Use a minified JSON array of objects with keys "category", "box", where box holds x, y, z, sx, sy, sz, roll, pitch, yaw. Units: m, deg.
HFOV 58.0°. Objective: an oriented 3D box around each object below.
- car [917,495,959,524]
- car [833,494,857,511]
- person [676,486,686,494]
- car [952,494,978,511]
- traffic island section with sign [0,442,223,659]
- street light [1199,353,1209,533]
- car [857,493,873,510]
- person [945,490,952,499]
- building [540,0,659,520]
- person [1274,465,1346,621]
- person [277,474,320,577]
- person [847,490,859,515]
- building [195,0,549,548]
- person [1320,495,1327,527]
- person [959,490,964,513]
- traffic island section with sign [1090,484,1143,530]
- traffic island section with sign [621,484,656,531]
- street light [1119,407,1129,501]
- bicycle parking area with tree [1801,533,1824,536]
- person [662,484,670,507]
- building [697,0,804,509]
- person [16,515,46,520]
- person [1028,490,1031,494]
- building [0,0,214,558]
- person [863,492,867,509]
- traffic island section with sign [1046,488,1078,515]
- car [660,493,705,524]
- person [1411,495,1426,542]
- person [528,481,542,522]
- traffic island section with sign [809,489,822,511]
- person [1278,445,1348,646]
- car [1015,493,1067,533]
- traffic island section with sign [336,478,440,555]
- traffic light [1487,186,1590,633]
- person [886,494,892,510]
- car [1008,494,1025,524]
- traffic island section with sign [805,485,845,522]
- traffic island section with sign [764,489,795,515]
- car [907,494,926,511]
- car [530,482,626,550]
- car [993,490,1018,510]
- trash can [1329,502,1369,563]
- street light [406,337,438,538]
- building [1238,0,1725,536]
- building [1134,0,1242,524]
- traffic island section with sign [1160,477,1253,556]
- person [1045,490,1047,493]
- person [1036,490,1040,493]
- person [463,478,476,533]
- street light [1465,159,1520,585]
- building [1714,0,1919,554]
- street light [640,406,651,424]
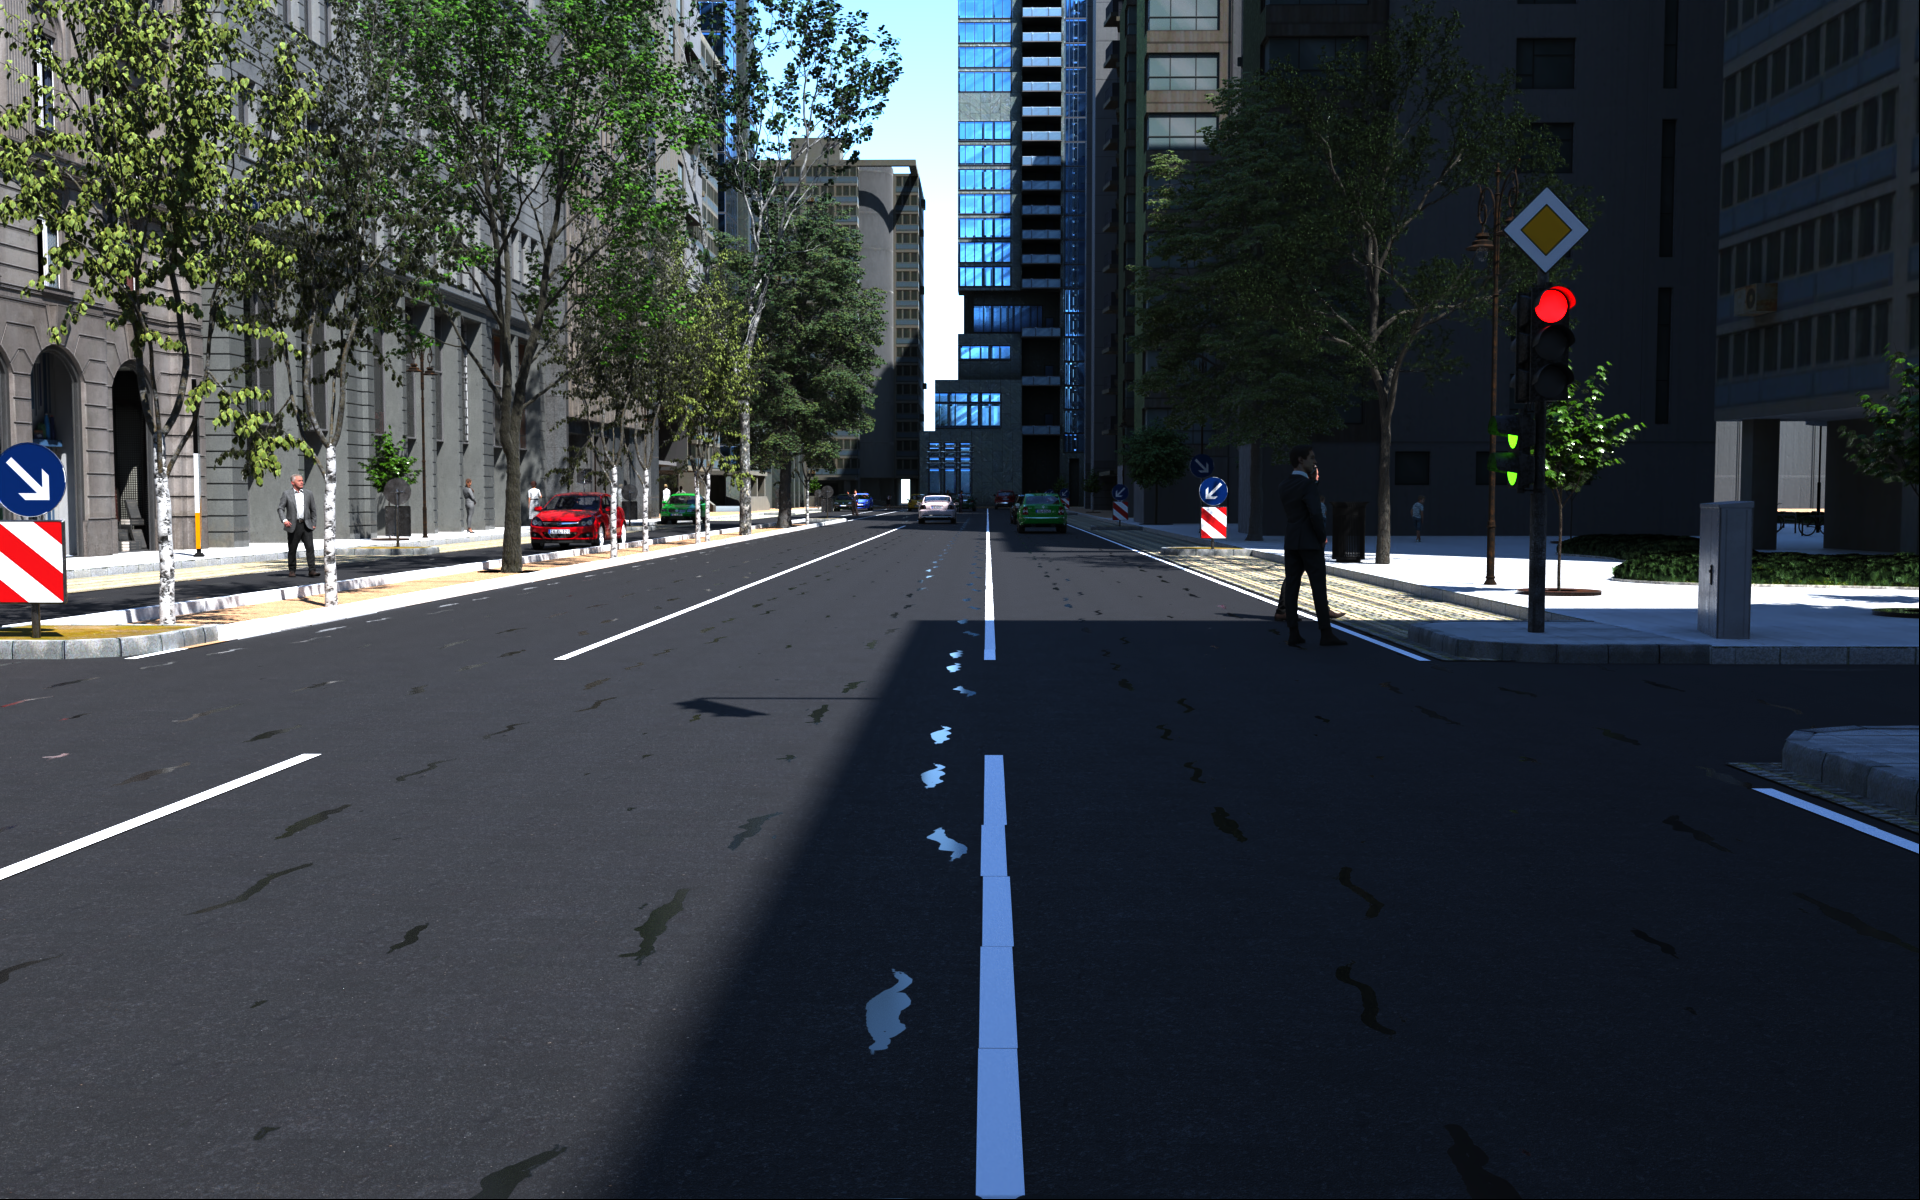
[{"category":"car","box":[-1.101,-4.461,85.291,2.083,1.381,4.827,0,4,0]},{"category":"car","box":[-9.513,-8.202,143.887,2.009,1.686,4.222,0,4,2]},{"category":"person","box":[-15.555,-5.492,96.630,1.217,1.735,0.721,-1,4,-8]},{"category":"car","box":[0.403,-8.099,144.217,2.131,1.459,4.920,0,4,2]},{"category":"traffic island section with sign","box":[-8.219,-0.479,15.967,2.006,1.907,1.989,0,4,1]},{"category":"street light","box":[7.962,-5.148,56.961,0.468,5.910,1.993,0,4,1]},{"category":"car","box":[-8.631,-8.760,152.820,1.945,1.707,3.694,0,4,3]},{"category":"person","box":[-1.248,-10.008,172.222,1.348,1.812,0.705,3,5,42]},{"category":"building","box":[-21.911,-16.034,80.177,12.078,24.808,19.932,0,4,1]},{"category":"person","box":[3.969,-0.650,19.527,0.834,1.777,0.661,0,4,1]},{"category":"person","box":[-11.324,-1.275,29.748,0.661,1.777,0.834,-3,5,-45]},{"category":"person","box":[-7.151,-6.513,115.796,0.742,1.727,0.445,-1,4,-18]},{"category":"building","box":[-22.468,-16.986,55.210,11.434,29.767,29.804,0,4,1]},{"category":"person","box":[9.619,-2.172,46.242,0.332,1.250,0.352,1,4,17]},{"category":"person","box":[0.093,-7.513,132.256,0.530,1.710,0.541,2,4,23]},{"category":"traffic island section with sign","box":[6.217,-3.691,68.981,1.989,1.847,2.006,0,4,1]},{"category":"traffic island section with sign","box":[-13.115,-3.662,68.497,1.989,1.847,2.006,0,4,1]},{"category":"street light","box":[8.558,-7.205,90.586,0.468,5.910,1.993,0,4,1]},{"category":"bicycle parking area with tree","box":[28.896,-4.153,54.907,9.016,4.147,8.231,1,4,9]},{"category":"person","box":[-14.975,-5.029,88.490,0.478,1.798,0.641,-2,4,-33]},{"category":"building","box":[-30.730,-51.456,153.980,31.000,86.520,22.319,0,4,1]},{"category":"person","box":[-12.910,-0.940,24.054,0.728,1.800,0.709,-1,4,-16]},{"category":"person","box":[6.714,-9.650,166.364,1.348,1.812,0.705,0,4,-6]},{"category":"building","box":[-23.691,-11.424,28.586,13.314,21.916,24.055,0,4,1]},{"category":"person","box":[-8.997,-9.403,163.705,0.593,1.643,0.415,0,4,-4]},{"category":"traffic island section with sign","box":[6.989,-6.684,117.919,1.989,1.847,2.006,0,4,1]},{"category":"car","box":[-13.148,-4.526,82.789,1.959,1.807,4.718,0,4,1]},{"category":"person","box":[12.254,-2.178,46.337,0.352,1.250,0.332,0,4,-2]},{"category":"person","box":[-15.292,-3.407,62.324,0.480,1.755,0.524,-1,4,-16]},{"category":"traffic island section with sign","box":[-11.892,-8.380,145.643,1.989,1.847,2.006,0,4,1]},{"category":"person","box":[3.340,-0.532,16.560,0.474,1.900,0.648,-2,4,-33]},{"category":"car","box":[3.028,-3.418,64.682,1.959,1.807,4.718,0,4,1]},{"category":"traffic island section with sign","box":[-13.548,-1.996,41.267,1.989,1.847,2.006,0,4,1]},{"category":"traffic light","box":[5.334,-1.655,15.979,0.839,4.253,0.868,0,4,1]},{"category":"person","box":[-6.481,-8.979,158.491,0.799,1.438,0.628,2,4,34]},{"category":"car","box":[3.338,-4.496,83.299,2.009,1.686,4.222,0,4,-1]},{"category":"traffic island section with sign","box":[-7.041,-5.074,91.097,2.006,1.907,1.989,0,4,1]},{"category":"traffic island section with sign","box":[-12.325,-6.732,118.691,1.989,1.847,2.006,0,4,1]},{"category":"car","box":[-3.489,-8.289,145.756,2.015,1.641,3.980,0,4,0]},{"category":"car","box":[-10.114,-2.262,46.018,2.155,1.783,4.494,0,4,1]},{"category":"car","box":[4.269,-9.391,162.218,2.281,1.827,5.304,0,4,1]},{"category":"trash can","box":[7.303,-1.277,32.534,0.748,1.137,0.748,0,3,0]},{"category":"street light","box":[-15.709,-4.765,50.694,0.468,5.910,1.993,0,4,1]},{"category":"building","box":[16.367,-17.576,59.071,14.160,30.474,14.107,0,4,1]},{"category":"building","box":[15.114,-24.295,80.821,14.154,41.232,14.086,0,4,1]},{"category":"traffic island section with sign","box":[5.770,-1.971,40.849,1.989,1.847,2.006,0,4,1]},{"category":"person","box":[8.245,-9.580,164.994,0.709,1.838,0.599,1,4,13]},{"category":"person","box":[5.185,-6.630,117.718,0.721,1.723,1.217,0,4,2]},{"category":"person","box":[-15.997,-3.084,56.734,0.520,1.790,0.573,2,4,30]},{"category":"street light","box":[7.507,-3.153,24.342,0.468,5.910,1.993,0,4,1]},{"category":"building","box":[29.256,-20.669,29.824,23.993,40.220,32.217,0,4,1]},{"category":"street light","box":[-15.175,-6.778,83.608,0.468,5.910,1.993,0,4,1]}]
